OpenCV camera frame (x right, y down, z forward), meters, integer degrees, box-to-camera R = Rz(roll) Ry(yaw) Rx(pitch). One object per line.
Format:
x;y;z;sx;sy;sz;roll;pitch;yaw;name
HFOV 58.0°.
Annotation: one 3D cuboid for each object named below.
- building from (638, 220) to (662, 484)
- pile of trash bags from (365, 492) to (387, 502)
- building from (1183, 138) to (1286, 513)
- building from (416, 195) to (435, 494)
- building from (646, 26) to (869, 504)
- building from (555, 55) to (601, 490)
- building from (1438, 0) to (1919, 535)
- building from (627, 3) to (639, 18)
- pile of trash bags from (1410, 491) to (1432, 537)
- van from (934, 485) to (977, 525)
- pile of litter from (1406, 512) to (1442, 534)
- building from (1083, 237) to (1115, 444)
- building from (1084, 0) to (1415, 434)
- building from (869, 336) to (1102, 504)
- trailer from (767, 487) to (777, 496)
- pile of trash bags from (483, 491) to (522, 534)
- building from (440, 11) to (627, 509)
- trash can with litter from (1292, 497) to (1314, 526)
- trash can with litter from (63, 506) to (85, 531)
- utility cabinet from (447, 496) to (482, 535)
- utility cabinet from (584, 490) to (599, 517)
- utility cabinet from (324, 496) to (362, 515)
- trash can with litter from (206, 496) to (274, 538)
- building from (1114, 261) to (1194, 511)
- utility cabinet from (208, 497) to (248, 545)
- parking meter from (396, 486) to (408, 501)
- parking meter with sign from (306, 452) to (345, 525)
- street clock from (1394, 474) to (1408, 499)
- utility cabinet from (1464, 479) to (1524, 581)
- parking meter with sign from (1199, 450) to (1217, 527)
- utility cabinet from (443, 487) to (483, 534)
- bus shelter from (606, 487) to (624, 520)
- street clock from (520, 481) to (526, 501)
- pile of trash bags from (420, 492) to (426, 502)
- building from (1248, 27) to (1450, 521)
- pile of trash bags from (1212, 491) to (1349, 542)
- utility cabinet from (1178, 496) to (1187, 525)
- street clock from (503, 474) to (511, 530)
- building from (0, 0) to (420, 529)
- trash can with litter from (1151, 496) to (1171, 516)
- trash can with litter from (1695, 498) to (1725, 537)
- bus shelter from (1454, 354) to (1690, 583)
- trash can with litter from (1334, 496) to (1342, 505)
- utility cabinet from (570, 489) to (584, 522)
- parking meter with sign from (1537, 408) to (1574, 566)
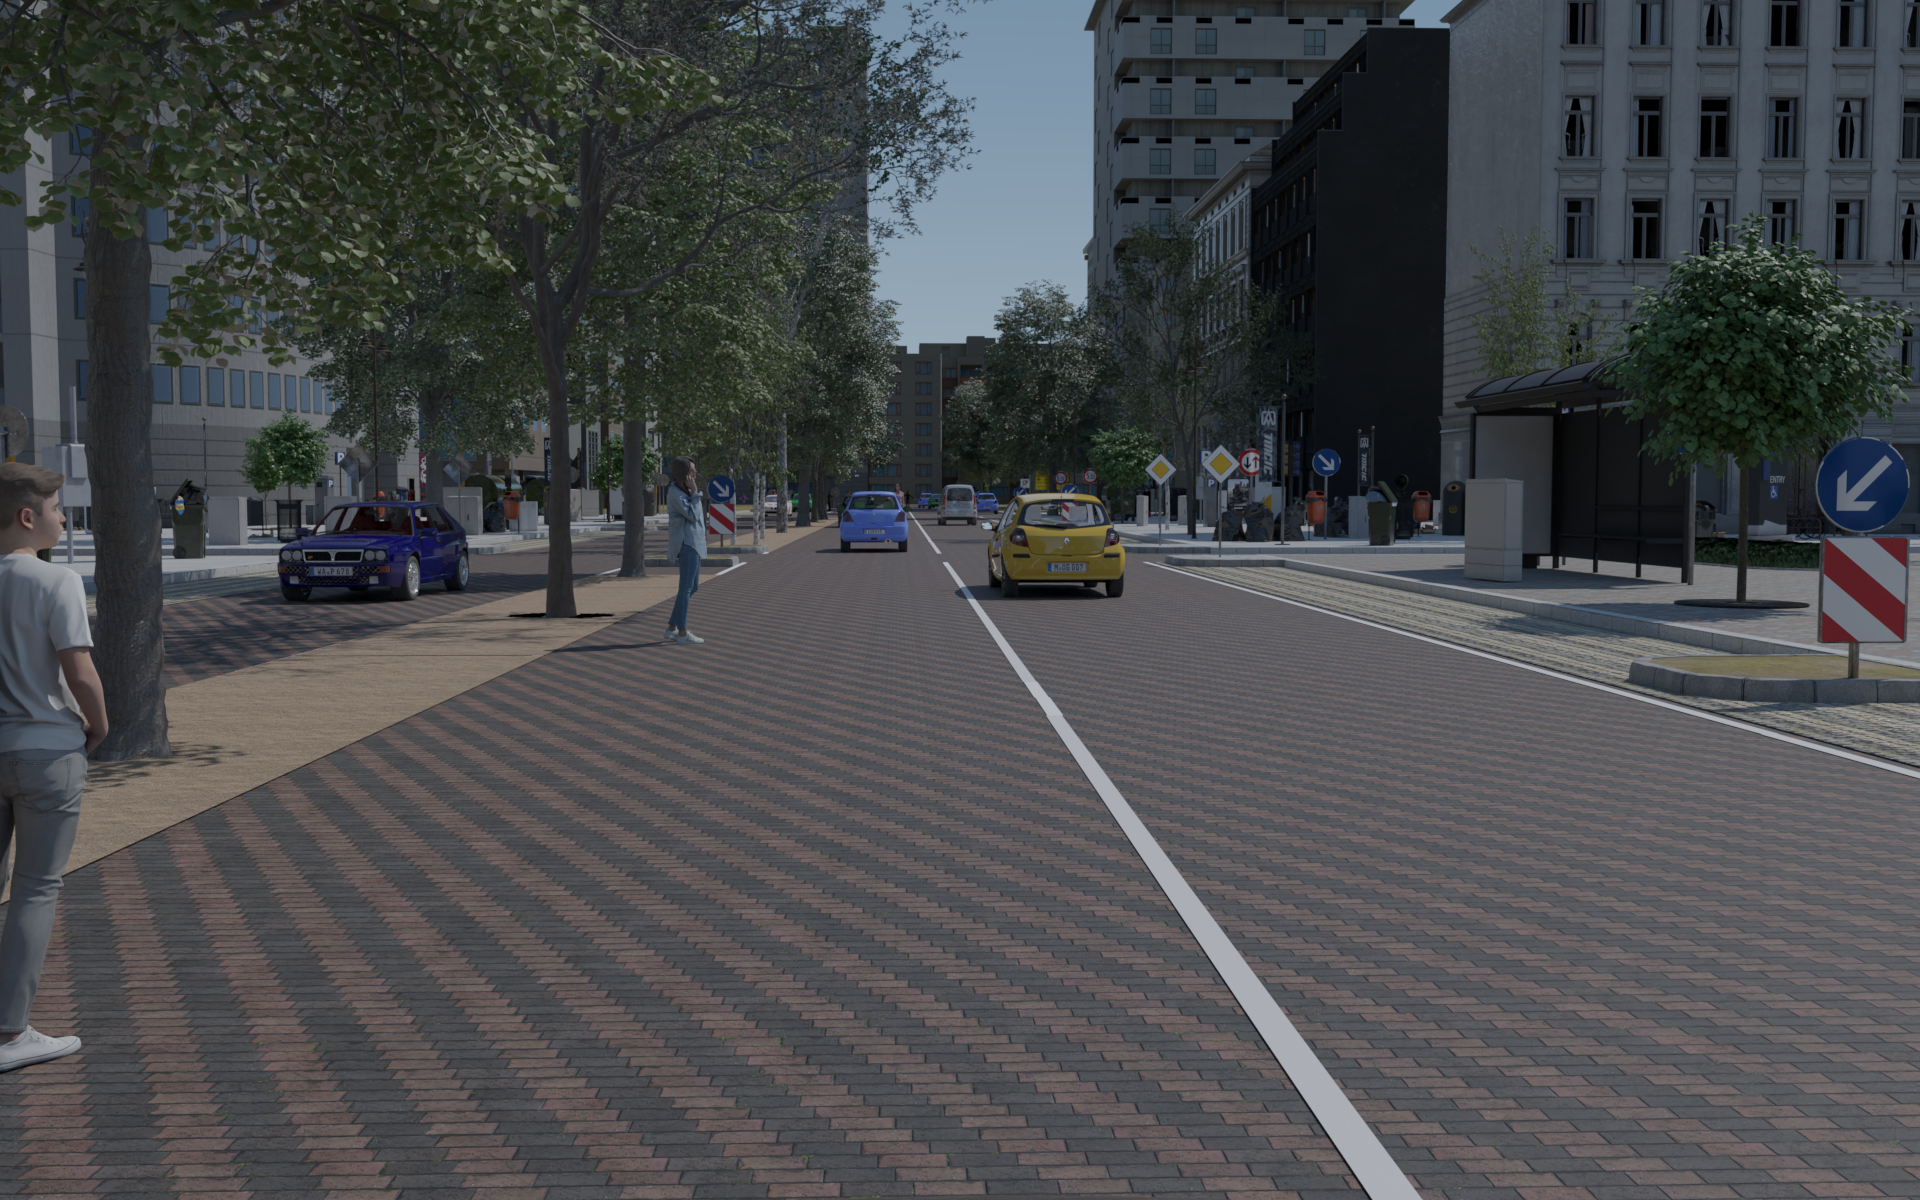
-37.753;-24.672;175.082;14.107;30.474;14.160;0;4;-2;building
-21.482;-3.344;64.420;1.912;1.369;3.447;-1;4;-15;pile of trash bags
20.967;-17.109;108.609;11.050;23.489;19.941;0;4;-2;building
-32.721;-27.755;103.904;14.600;45.320;14.200;0;4;-2;building
-25.696;-41.575;221.750;28.212;58.520;21.231;0;4;-2;building
-39.336;-50.005;130.253;22.319;86.520;31.000;0;4;-2;building
26.752;-12.835;59.008;18.267;20.994;9.793;0;4;-2;building
-50.082;-47.826;220.211;20.611;71.187;20.563;0;4;-2;building
12.379;-2.570;51.779;3.447;1.369;1.912;0;4;-1;pile of trash bags
-0.149;-4.493;80.474;2.013;2.044;4.112;0;4;-4;van
14.791;-2.553;55.701;1.719;0.858;1.176;0;4;4;pile of litter
29.401;-32.862;229.179;23.993;40.220;32.217;0;4;-2;building
27.814;-35.484;169.402;28.713;52.752;27.495;0;4;-2;building
2.729;-23.360;226.972;28.899;21.520;27.650;0;4;-2;building
-16.158;-8.712;149.485;1.471;1.999;3.904;0;4;-4;trailer
-15.632;-2.893;57.060;3.447;1.369;1.912;3;4;37;pile of trash bags
-37.253;-30.839;154.321;14.600;45.320;14.200;0;4;-2;building
13.756;-3.518;68.900;1.055;1.170;0.624;2;4;32;trash can with litter
-31.262;-3.021;60.451;1.678;1.210;2.233;0;4;3;trash can with litter
-15.397;-2.608;53.795;1.020;1.237;0.306;1;4;10;utility cabinet
-20.845;-5.403;97.021;1.173;1.500;0.318;-2;4;-24;utility cabinet
-20.037;-2.750;56.125;1.020;1.237;0.306;-2;4;-31;utility cabinet
-21.191;-2.452;51.146;2.233;1.210;1.678;0;4;0;trash can with litter
28.234;-18.175;142.208;27.650;21.520;28.899;0;4;-2;building
-18.387;-1.978;43.501;1.020;1.237;0.306;1;4;22;utility cabinet
-18.260;-2.952;56.684;0.372;1.533;0.369;0;3;0;parking meter
-26.374;-4.624;71.858;1.738;3.016;0.543;1;4;19;parking meter with sign
16.149;-3.600;63.423;0.471;2.002;0.358;1;4;20;street clock
7.885;-1.034;25.579;0.318;1.500;1.173;-1;4;-11;utility cabinet
9.766;-4.379;67.851;0.543;3.016;1.738;0;4;-1;parking meter with sign
-15.846;-2.847;55.220;1.173;1.500;0.318;-1;4;-9;utility cabinet
-16.938;-5.795;88.672;2.014;3.302;5.546;0;4;-2;bus shelter
-23.930;-5.517;94.771;0.358;2.002;0.471;1;4;11;street clock
-29.994;-5.294;96.313;1.912;1.369;3.447;-1;4;-15;pile of trash bags
22.910;-15.972;90.816;12.332;23.373;15.834;0;4;-2;building
8.682;-2.302;47.391;3.447;1.369;1.912;-2;4;-32;pile of trash bags
9.292;-3.671;71.184;0.306;1.237;1.020;-1;4;-17;utility cabinet
-16.128;-3.504;61.859;0.358;2.002;0.471;-1;4;-15;street clock
-38.090;-32.547;74.135;21.231;58.520;28.212;0;4;-2;building
11.496;-5.522;101.346;1.678;1.210;2.233;1;4;20;trash can with litter
19.747;-2.101;45.734;1.055;1.170;0.624;-2;4;-31;trash can with litter
9.651;-2.041;27.288;2.014;3.302;5.546;0;4;-2;bus shelter
12.870;-2.951;59.301;1.678;1.210;2.233;0;4;6;trash can with litter
-17.801;-4.324;79.383;0.318;1.500;1.173;1;4;19;utility cabinet
10.056;-2.134;31.156;1.738;3.016;0.543;0;4;3;parking meter with sign
